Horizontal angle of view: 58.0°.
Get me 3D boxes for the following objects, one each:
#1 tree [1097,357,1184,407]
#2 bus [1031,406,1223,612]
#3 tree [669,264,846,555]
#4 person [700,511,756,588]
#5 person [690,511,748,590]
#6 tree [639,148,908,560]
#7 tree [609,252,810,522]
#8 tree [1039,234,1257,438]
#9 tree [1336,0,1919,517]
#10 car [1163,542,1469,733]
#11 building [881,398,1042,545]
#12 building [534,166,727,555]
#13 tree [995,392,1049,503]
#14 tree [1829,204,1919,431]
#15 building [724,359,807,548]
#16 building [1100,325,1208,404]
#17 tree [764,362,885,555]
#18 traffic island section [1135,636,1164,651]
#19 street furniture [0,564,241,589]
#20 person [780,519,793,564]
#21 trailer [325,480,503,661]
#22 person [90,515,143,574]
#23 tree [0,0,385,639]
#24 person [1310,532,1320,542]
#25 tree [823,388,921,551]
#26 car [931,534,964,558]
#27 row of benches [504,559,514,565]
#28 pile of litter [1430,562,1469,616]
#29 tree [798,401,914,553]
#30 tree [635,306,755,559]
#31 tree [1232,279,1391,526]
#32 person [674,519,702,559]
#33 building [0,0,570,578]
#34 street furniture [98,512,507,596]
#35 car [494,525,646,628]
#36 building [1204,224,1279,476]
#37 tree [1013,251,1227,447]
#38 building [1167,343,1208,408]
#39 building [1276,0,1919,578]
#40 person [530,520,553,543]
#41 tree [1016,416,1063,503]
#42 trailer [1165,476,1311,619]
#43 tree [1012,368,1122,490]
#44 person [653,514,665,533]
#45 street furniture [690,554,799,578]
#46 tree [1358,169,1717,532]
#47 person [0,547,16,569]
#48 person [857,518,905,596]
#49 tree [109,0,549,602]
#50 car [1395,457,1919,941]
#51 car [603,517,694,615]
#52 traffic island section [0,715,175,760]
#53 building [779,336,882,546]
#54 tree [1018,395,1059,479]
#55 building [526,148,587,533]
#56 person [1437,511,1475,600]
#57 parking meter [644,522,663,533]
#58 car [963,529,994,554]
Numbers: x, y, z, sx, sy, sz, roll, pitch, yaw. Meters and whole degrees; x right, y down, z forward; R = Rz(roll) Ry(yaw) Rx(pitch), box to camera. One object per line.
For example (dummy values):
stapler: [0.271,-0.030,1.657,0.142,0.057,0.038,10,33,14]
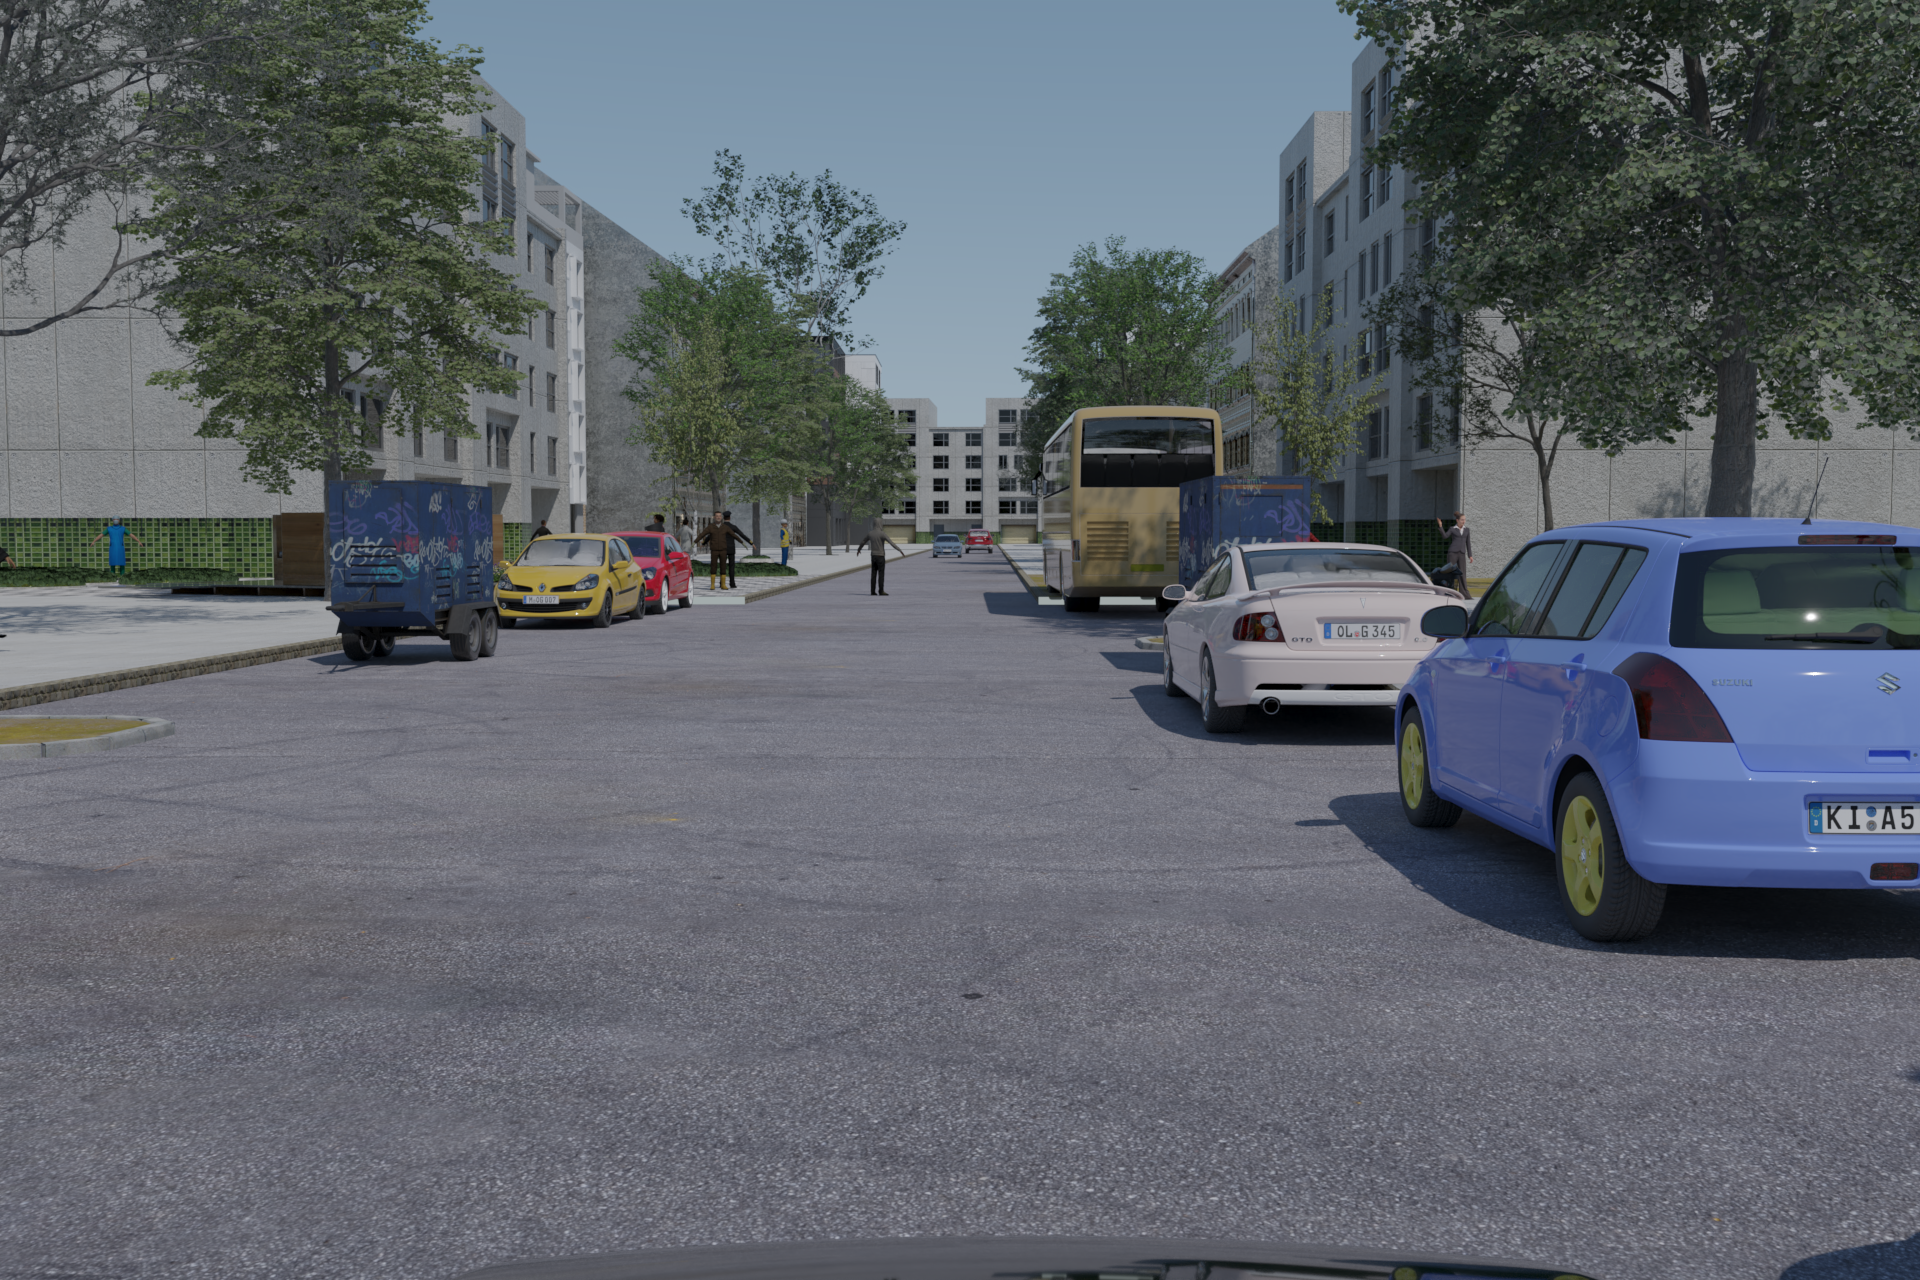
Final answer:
tree: [7.402,-7.218,68.383,4.360,8.622,3.978,0,3,0]
bus: [3.112,-2.641,34.732,2.896,3.916,12.252,0,3,0]
tree: [-8.753,-9.527,73.892,7.486,12.596,7.792,0,3,0]
person: [-5.522,-2.153,41.130,1.347,1.837,0.705,0,4,1]
person: [-5.530,-2.050,39.657,1.346,1.812,0.704,-1,4,-18]
tree: [-9.290,-14.063,85.814,12.611,20.169,13.585,0,3,0]
tree: [-9.185,-8.486,64.494,9.928,11.665,9.643,0,3,0]
tree: [6.499,-8.191,59.678,9.928,11.665,9.643,0,3,0]
tree: [9.053,-6.935,20.041,9.857,13.997,8.962,0,3,0]
car: [2.713,-0.090,13.834,2.083,1.381,4.827,0,4,1]
building: [3.731,-22.167,231.343,31.486,18.905,16.747,0,4,3]
building: [-25.399,-16.964,108.296,19.493,23.208,18.063,0,4,2]
tree: [8.288,-13.556,132.016,12.009,13.543,11.850,0,3,0]
tree: [24.948,-7.164,42.892,9.928,11.665,9.643,0,3,0]
building: [-24.896,-20.416,164.726,19.493,23.208,18.063,0,4,1]
building: [28.562,-20.763,183.456,27.936,21.610,32.646,0,4,1]
tree: [-8.001,-10.910,104.135,9.928,11.665,9.643,0,3,0]
traffic island section: [3.256,0.053,22.001,1.991,0.108,1.994,0,3,0]
street furniture: [-23.725,-1.724,43.816,10.072,0.657,5.734,1,4,22]
person: [-5.634,-3.054,56.389,0.721,1.772,1.216,0,4,6]
trailer: [-6.197,-0.739,19.130,1.471,1.999,3.904,0,4,1]
person: [-23.947,-2.634,49.189,1.347,1.817,0.704,-2,4,-25]
tree: [-12.293,-6.746,20.660,12.009,13.543,11.850,0,3,0]
person: [5.863,-1.499,30.609,1.345,1.816,0.704,3,4,38]
tree: [-6.877,-13.206,134.040,7.486,12.596,7.792,0,3,0]
car: [-0.753,-5.710,105.368,2.014,1.417,4.499,0,4,1]
row of benches: [-13.819,-1.837,45.505,4.104,0.672,1.422,-1,4,-15]
pile of litter: [7.141,-0.752,26.257,1.176,0.858,1.719,0,4,1]
tree: [-7.614,-11.255,118.430,8.767,10.594,7.601,-2,4,-26]
tree: [-8.707,-6.497,56.582,4.737,8.622,4.395,0,3,0]
tree: [10.144,-6.134,50.645,4.737,8.622,4.395,0,3,0]
person: [-9.586,-3.336,60.725,1.347,1.806,0.705,2,4,29]
building: [-26.838,-12.183,65.647,16.747,18.905,31.486,0,4,0]
street furniture: [-11.860,-1.939,38.554,9.812,1.723,11.010,2,4,25]
car: [-6.184,-1.066,27.645,2.015,1.641,3.980,0,4,1]
building: [24.888,-16.508,100.838,19.493,23.208,18.063,0,4,1]
tree: [7.319,-10.486,78.100,9.857,13.997,8.962,0,3,0]
building: [28.884,-19.955,157.190,19.493,23.208,18.063,0,4,1]
building: [23.069,-12.169,65.414,16.747,18.905,31.486,0,4,1]
person: [-15.275,-3.511,63.629,1.346,1.802,0.704,1,4,21]
tree: [7.134,-10.915,112.879,7.601,10.594,8.767,-1,4,-12]
trailer: [2.953,-0.724,18.889,1.471,1.999,3.904,0,4,0]
tree: [6.934,-9.428,88.557,8.767,10.594,7.601,0,4,-1]
person: [-8.185,-2.491,46.879,0.704,1.843,1.345,-2,4,-27]
street furniture: [-9.907,-2.225,52.009,10.072,0.657,5.734,0,4,-8]
tree: [13.825,-6.484,40.433,8.767,10.594,7.601,0,4,3]
person: [-10.400,-0.678,17.872,0.721,1.737,1.214,3,4,38]
person: [-1.892,-1.939,40.288,1.348,1.813,0.705,2,4,32]
tree: [-11.660,-6.984,32.320,7.486,12.596,7.792,0,3,0]
car: [3.033,0.135,7.383,1.945,1.707,3.694,0,4,0]
car: [-6.123,-1.416,32.196,2.155,1.783,4.494,0,4,1]
traffic island section: [-6.609,0.670,11.911,1.991,0.108,1.994,0,4,1]
building: [-23.523,-21.455,194.757,27.936,21.610,32.646,0,4,0]
tree: [7.169,-10.243,101.883,8.767,10.594,7.601,1,4,22]
building: [-26.314,-13.953,84.543,16.016,20.090,11.380,0,4,2]
person: [9.604,-1.636,33.592,0.742,1.727,0.445,-3,4,-36]
parking meter: [-6.325,-1.675,35.792,0.372,1.533,0.369,0,3,0]
car: [1.388,-7.273,127.586,2.281,1.827,5.304,0,4,0]
